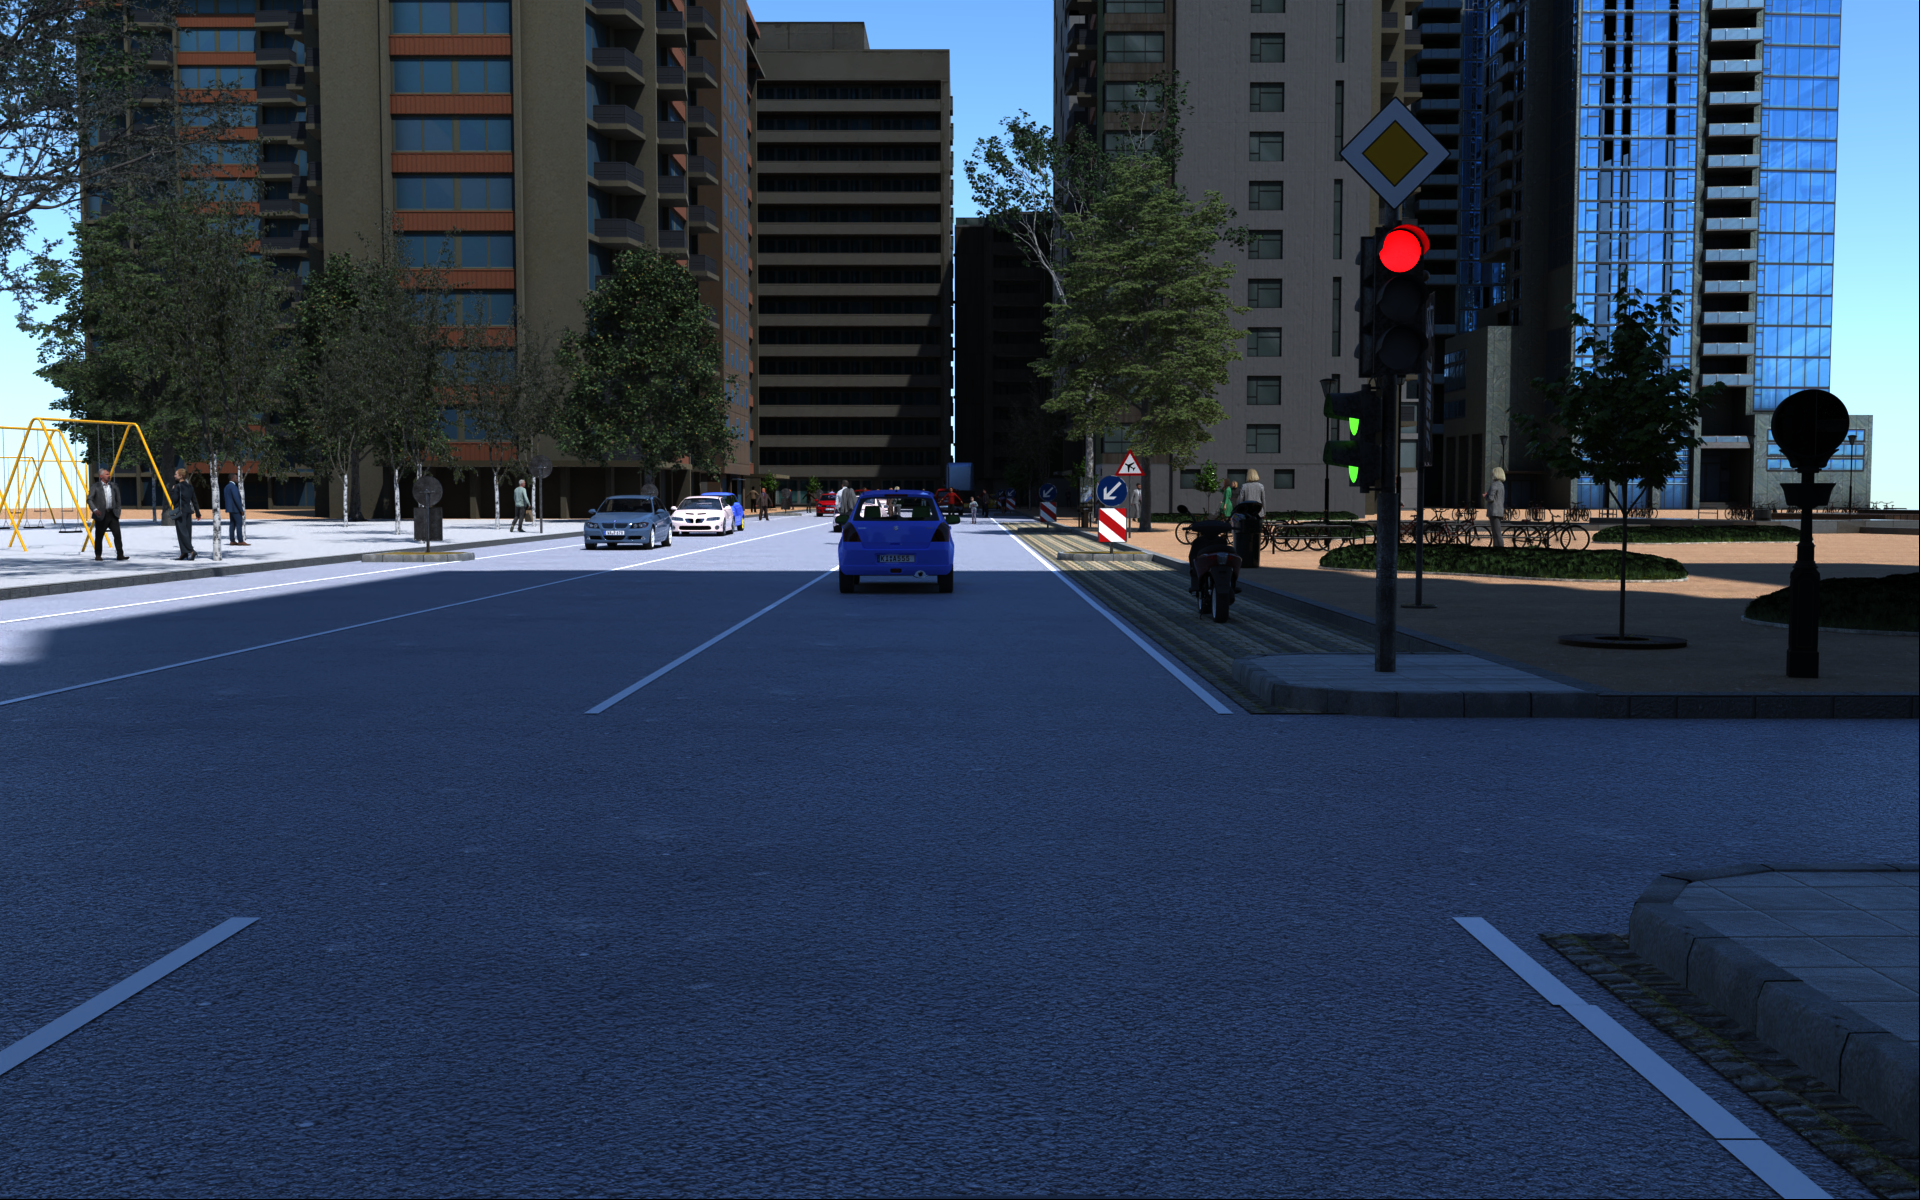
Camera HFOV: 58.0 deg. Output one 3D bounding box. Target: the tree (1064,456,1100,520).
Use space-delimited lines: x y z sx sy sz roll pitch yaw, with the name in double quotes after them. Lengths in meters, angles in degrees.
6.332 -5.679 87.458 1.663 3.219 1.824 0 3 0 "tree"

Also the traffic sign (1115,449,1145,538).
4.930 -3.076 50.292 0.884 2.594 0.081 0 4 2 "traffic sign"

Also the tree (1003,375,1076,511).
4.956 -9.415 104.305 4.360 8.622 3.978 0 3 0 "tree"

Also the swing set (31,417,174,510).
-18.470 -2.380 36.532 2.862 2.851 3.119 1 4 14 "swing set"

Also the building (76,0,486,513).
-59.309 -30.336 150.622 28.867 44.769 22.147 0 3 0 "building"

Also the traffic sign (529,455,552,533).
-13.704 -3.456 56.616 0.768 2.556 0.104 0 4 3 "traffic sign"

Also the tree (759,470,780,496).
-15.185 -8.727 137.284 1.663 3.219 1.824 0 3 0 "tree"

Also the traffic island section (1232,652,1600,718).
3.101 0.596 12.542 2.009 0.180 2.903 0 3 0 "traffic island section"

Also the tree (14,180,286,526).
-32.012 -9.959 69.490 9.857 13.997 8.962 0 3 0 "tree"

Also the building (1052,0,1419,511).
21.949 -34.093 146.666 28.713 52.752 27.495 0 3 0 "building"

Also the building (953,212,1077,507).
6.333 -24.969 179.944 14.107 30.474 14.160 0 3 0 "building"

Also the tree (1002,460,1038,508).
5.422 -10.464 154.792 4.285 4.588 4.351 0 3 0 "tree"

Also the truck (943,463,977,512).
0.020 -9.301 141.824 2.967 4.110 18.799 0 3 0 "truck"

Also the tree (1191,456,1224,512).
12.615 -5.656 87.083 1.663 3.219 1.824 0 3 0 "tree"

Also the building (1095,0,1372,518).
14.504 -19.898 97.025 14.160 30.474 14.107 0 3 0 "building"

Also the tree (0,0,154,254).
-33.195 -12.162 54.738 12.611 20.169 13.585 0 3 0 "tree"

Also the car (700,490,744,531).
-9.317 -3.465 66.245 1.945 1.707 3.694 0 4 1 "car"

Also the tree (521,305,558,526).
-16.737 -6.854 62.426 4.360 8.622 3.978 0 3 0 "tree"

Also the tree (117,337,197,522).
-36.570 -7.865 78.962 4.737 8.622 4.395 0 3 0 "tree"

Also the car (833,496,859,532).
-3.802 -3.301 66.329 2.083 1.381 4.827 0 4 1 "car"

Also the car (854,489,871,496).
-8.111 -8.315 144.624 2.281 1.827 5.304 0 4 2 "car"

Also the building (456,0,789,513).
-30.397 -30.307 150.148 28.867 44.769 22.147 0 3 0 "building"

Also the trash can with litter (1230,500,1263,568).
4.899 -1.159 30.335 0.624 1.170 1.055 -1 4 -10 "trash can with litter"

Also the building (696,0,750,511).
-22.930 -28.974 123.837 14.600 45.320 14.200 0 3 0 "building"

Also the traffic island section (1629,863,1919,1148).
3.092 1.084 4.557 2.009 0.180 2.903 0 3 0 "traffic island section"

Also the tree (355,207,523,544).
-13.932 -5.750 44.378 4.360 8.622 3.978 0 3 0 "tree"

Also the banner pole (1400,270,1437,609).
5.172 -1.788 19.249 0.401 3.779 0.863 0 4 4 "banner pole"

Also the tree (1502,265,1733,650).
5.696 -1.236 14.818 1.663 3.219 1.824 0 3 0 "tree"

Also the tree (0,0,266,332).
-15.181 -6.942 23.869 12.009 13.543 11.850 0 3 0 "tree"

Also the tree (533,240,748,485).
-14.229 -9.874 78.446 9.611 12.733 9.660 0 3 0 "tree"

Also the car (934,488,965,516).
-0.805 -6.616 116.840 2.281 1.827 5.304 0 4 0 "car"

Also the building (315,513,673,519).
-26.308 -27.350 101.794 22.147 44.769 28.867 0 3 0 "building"

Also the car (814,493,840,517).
-8.209 -6.226 110.833 2.155 1.783 4.494 0 4 -1 "car"

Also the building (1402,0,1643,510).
51.457 -53.169 181.991 31.000 86.520 22.319 0 3 0 "building"

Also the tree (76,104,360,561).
-14.307 -5.048 32.905 4.360 8.622 3.978 0 3 0 "tree"

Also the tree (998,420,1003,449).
5.133 -11.170 132.990 4.360 8.622 3.978 0 3 0 "tree"

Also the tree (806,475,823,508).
-13.871 -10.279 162.664 1.663 3.219 1.824 0 3 0 "tree"

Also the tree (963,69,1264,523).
7.124 -13.510 76.781 12.611 20.169 13.585 0 3 0 "tree"

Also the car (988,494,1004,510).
3.059 -8.547 149.959 2.015 1.641 3.980 0 4 0 "car"

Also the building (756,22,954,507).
-11.518 -34.173 182.434 21.600 48.544 21.300 0 3 0 "building"

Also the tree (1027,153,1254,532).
6.168 -8.601 58.752 7.486 12.596 7.792 0 3 0 "tree"

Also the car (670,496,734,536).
-8.984 -2.945 60.513 2.083 1.381 4.827 0 4 -2 "car"

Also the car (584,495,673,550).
-8.784 -2.089 46.160 2.014 1.417 4.499 0 4 0 "car"

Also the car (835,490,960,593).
-0.955 -1.030 26.437 1.945 1.707 3.694 0 4 -2 "car"

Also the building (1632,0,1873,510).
60.237 -51.145 148.886 31.000 86.520 22.319 0 3 0 "building"

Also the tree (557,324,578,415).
-17.071 -7.224 68.477 4.360 8.622 3.978 0 3 0 "tree"

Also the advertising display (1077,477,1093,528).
4.794 -3.745 66.442 0.123 1.923 0.974 2 4 35 "advertising display"

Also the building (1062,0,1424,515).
18.582 -28.376 118.571 22.147 44.769 28.867 0 3 0 "building"

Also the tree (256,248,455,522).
-28.265 -10.029 80.981 9.611 12.733 9.660 0 3 0 "tree"
